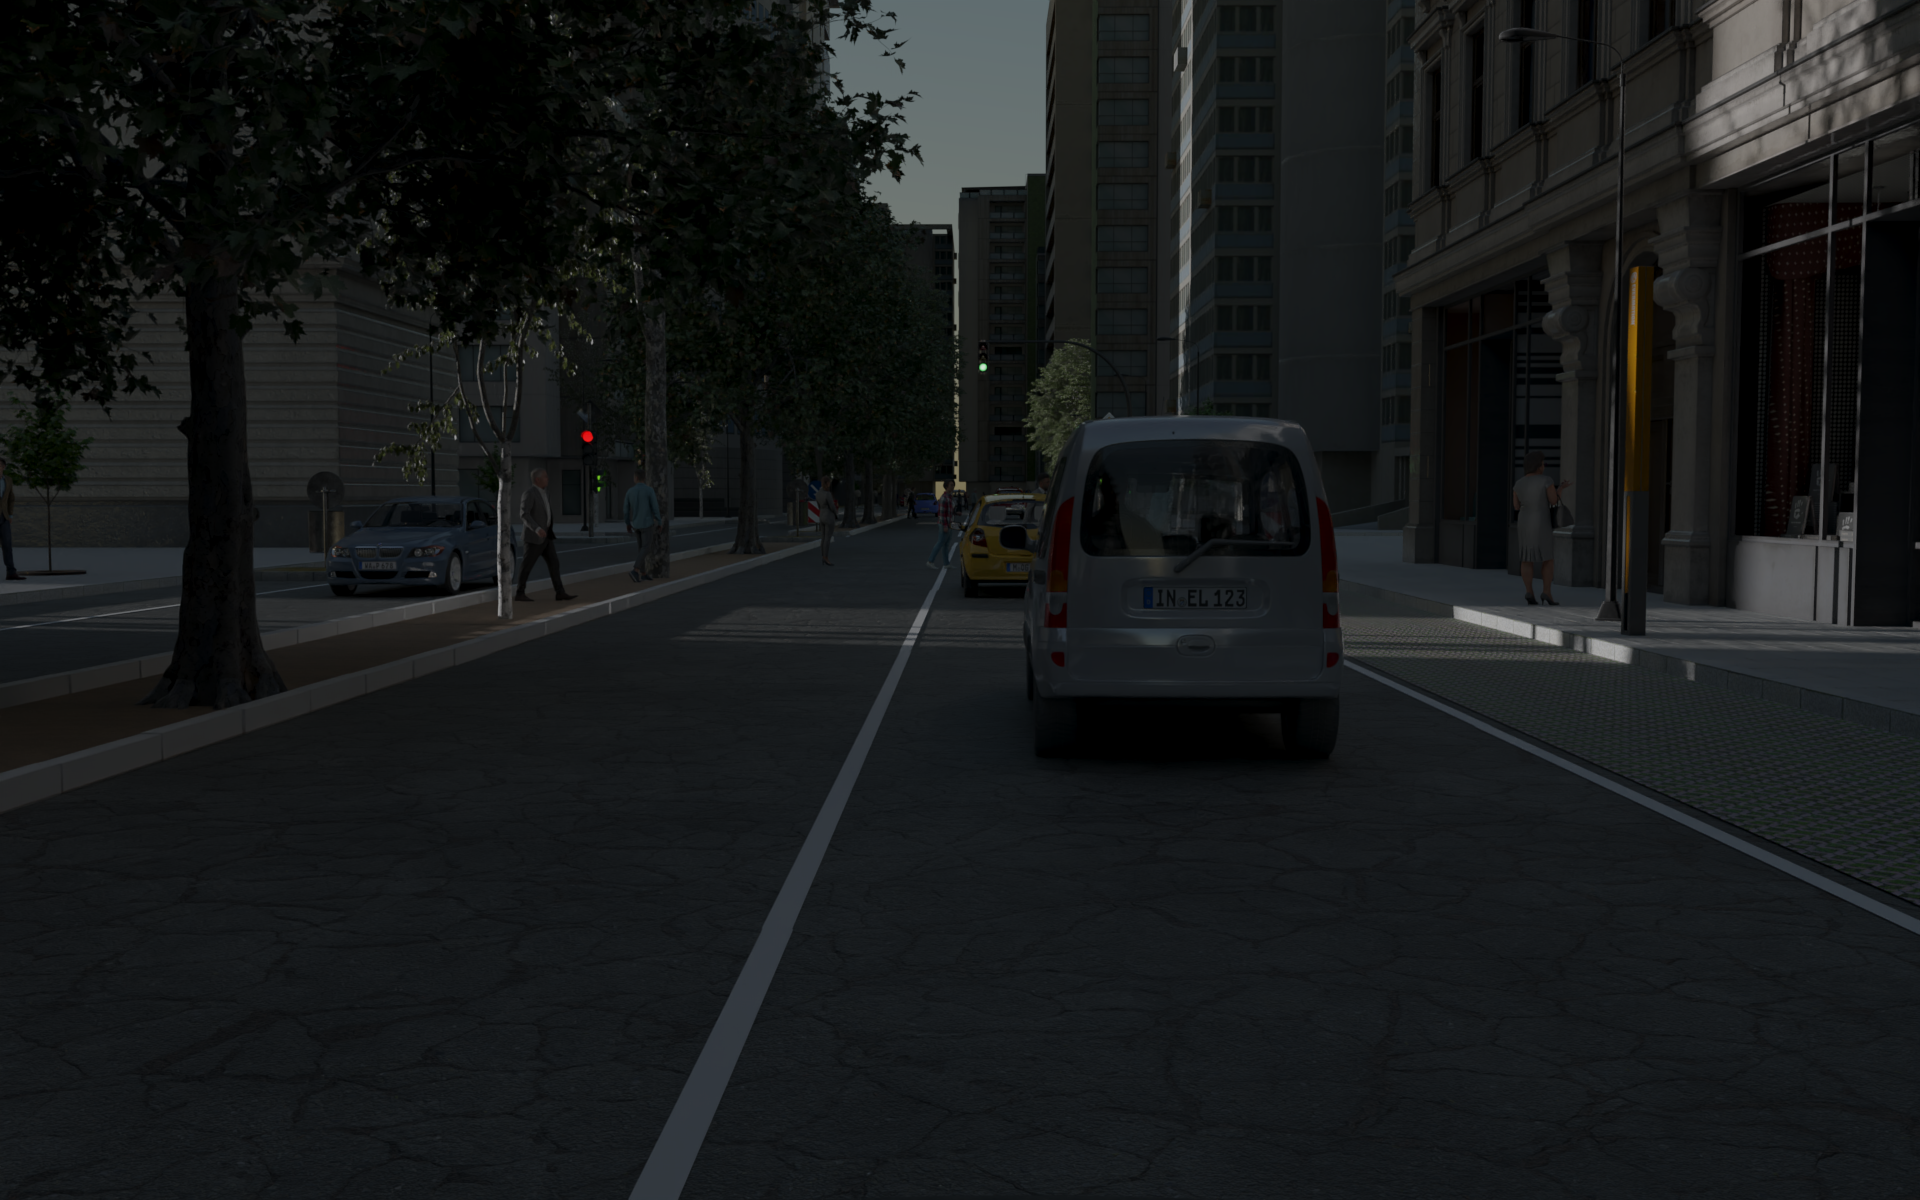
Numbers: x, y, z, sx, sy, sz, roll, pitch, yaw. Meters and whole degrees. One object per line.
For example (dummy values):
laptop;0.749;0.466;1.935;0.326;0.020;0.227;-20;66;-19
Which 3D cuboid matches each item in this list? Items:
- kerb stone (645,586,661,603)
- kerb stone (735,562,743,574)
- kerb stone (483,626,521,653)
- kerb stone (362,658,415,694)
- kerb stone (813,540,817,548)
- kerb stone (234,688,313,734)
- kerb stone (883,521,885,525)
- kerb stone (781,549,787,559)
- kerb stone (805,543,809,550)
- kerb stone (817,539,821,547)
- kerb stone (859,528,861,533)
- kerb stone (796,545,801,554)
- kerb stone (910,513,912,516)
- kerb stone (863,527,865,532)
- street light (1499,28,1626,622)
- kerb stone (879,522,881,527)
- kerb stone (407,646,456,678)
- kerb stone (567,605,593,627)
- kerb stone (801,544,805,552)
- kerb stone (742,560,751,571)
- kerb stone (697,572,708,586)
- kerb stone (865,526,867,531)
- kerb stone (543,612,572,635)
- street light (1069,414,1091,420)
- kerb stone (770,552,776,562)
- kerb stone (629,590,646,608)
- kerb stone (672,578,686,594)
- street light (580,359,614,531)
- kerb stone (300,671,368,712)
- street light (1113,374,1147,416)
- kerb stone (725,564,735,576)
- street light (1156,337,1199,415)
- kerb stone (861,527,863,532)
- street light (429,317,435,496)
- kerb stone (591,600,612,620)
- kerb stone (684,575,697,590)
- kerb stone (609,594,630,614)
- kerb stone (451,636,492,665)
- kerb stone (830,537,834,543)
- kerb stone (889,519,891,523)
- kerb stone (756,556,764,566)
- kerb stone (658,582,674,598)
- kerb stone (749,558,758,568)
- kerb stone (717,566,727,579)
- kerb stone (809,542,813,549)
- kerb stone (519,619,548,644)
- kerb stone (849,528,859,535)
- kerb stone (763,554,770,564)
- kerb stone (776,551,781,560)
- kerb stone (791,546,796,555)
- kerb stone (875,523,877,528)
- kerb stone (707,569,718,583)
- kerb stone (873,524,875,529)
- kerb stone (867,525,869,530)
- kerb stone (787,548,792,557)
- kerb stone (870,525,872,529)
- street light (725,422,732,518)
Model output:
kerb stone;-4.186;-0.054;23.148;0.120;0.150;1.000;0;4;1
kerb stone;-4.100;-0.559;31.336;0.120;0.150;1.000;0;4;1
kerb stone;-4.263;0.380;15.980;0.120;0.150;1.000;0;4;1
kerb stone;-4.300;0.574;12.897;0.120;0.150;1.000;0;4;1
kerb stone;-3.945;-1.436;45.672;0.120;0.150;1.000;0;4;1
kerb stone;-4.319;0.695;10.836;0.120;0.150;1.000;0;4;1
kerb stone;-3.594;-3.413;77.998;0.120;0.150;1.000;0;4;1
kerb stone;-4.015;-0.998;38.505;0.120;0.150;1.000;0;4;1
kerb stone;-3.968;-1.311;43.629;0.120;0.150;1.000;0;4;1
kerb stone;-3.923;-1.498;46.694;0.120;0.150;1.000;0;4;1
kerb stone;-3.768;-2.471;62.595;0.120;0.150;1.000;0;4;1
kerb stone;-3.991;-1.185;41.573;0.120;0.150;1.000;0;4;1
kerb stone;-3.263;-5.294;108.747;0.120;0.150;1.000;0;4;1
kerb stone;-3.736;-2.596;64.639;0.120;0.150;1.000;0;4;1
street light;6.075;-2.746;17.440;1.470;5.913;1.316;0;4;1
kerb stone;-3.634;-3.221;74.924;0.120;0.150;1.000;0;4;1
kerb stone;-4.285;0.509;13.931;0.120;0.150;1.000;0;4;1
kerb stone;-4.237;0.194;19.046;0.120;0.150;1.000;0;4;1
kerb stone;-3.977;-1.248;42.602;0.120;0.150;1.000;0;4;1
kerb stone;-4.088;-0.622;32.362;0.120;0.150;1.000;0;4;1
kerb stone;-4.144;-0.308;27.238;0.120;0.150;1.000;0;4;1
kerb stone;-3.725;-2.659;65.669;0.120;0.150;1.000;0;4;1
kerb stone;-4.244;0.258;18.024;0.120;0.150;1.000;0;4;1
street light;7.048;-7.837;100.681;1.470;5.913;1.316;0;4;1
kerb stone;-4.049;-0.872;36.461;0.120;0.150;1.000;0;4;1
kerb stone;-4.197;0.005;22.120;0.120;0.150;1.000;0;4;1
kerb stone;-4.168;-0.183;25.192;0.120;0.150;1.000;0;4;1
street light;-12.351;-5.310;59.358;1.470;5.913;1.316;0;4;1
kerb stone;-4.313;0.632;11.864;0.120;0.150;1.000;0;4;1
street light;6.603;-5.763;66.758;1.470;5.913;1.316;0;4;1
kerb stone;-4.116;-0.496;30.309;0.120;0.150;1.000;0;4;1
street light;6.495;-4.816;51.281;1.470;5.913;1.316;0;4;1
kerb stone;-3.757;-2.533;63.617;0.120;0.150;1.000;0;4;1
street light;-12.494;-4.294;42.754;1.470;5.913;1.316;0;4;1
kerb stone;-4.226;0.130;20.068;0.120;0.150;1.000;0;4;1
kerb stone;-4.155;-0.245;26.214;0.120;0.150;1.000;0;4;1
kerb stone;-4.207;0.067;21.095;0.120;0.150;1.000;0;4;1
kerb stone;-4.267;0.448;14.955;0.120;0.150;1.000;0;4;1
kerb stone;-3.883;-1.809;51.835;0.120;0.150;1.000;0;4;1
kerb stone;-3.541;-3.727;83.131;0.120;0.150;1.000;0;4;1
kerb stone;-4.074;-0.746;34.410;0.120;0.150;1.000;0;4;1
kerb stone;-4.181;-0.121;24.170;0.120;0.150;1.000;0;4;1
kerb stone;-4.077;-0.685;33.388;0.120;0.150;1.000;0;4;1
kerb stone;-4.121;-0.431;29.287;0.120;0.150;1.000;0;4;1
kerb stone;-3.952;-1.372;44.651;0.120;0.150;1.000;0;4;1
kerb stone;-4.255;0.321;17.002;0.120;0.150;1.000;0;4;1
kerb stone;-3.768;-2.408;61.573;0.120;0.150;1.000;0;4;1
kerb stone;-4.052;-0.810;35.439;0.120;0.150;1.000;0;4;1
kerb stone;-4.039;-0.935;37.483;0.120;0.150;1.000;0;4;1
kerb stone;-4.001;-1.123;40.549;0.120;0.150;1.000;0;4;1
kerb stone;-3.657;-3.037;71.843;0.120;0.150;1.000;0;4;1
kerb stone;-4.127;-0.371;28.265;0.120;0.150;1.000;0;4;1
kerb stone;-3.675;-2.973;70.813;0.120;0.150;1.000;0;4;1
kerb stone;-3.711;-2.718;66.701;0.120;0.150;1.000;0;4;1
kerb stone;-4.016;-1.060;39.527;0.120;0.150;1.000;0;4;1
kerb stone;-3.691;-2.845;68.760;0.120;0.150;1.000;0;4;1
street light;-11.967;-7.386;93.305;1.470;5.913;1.316;0;4;1
